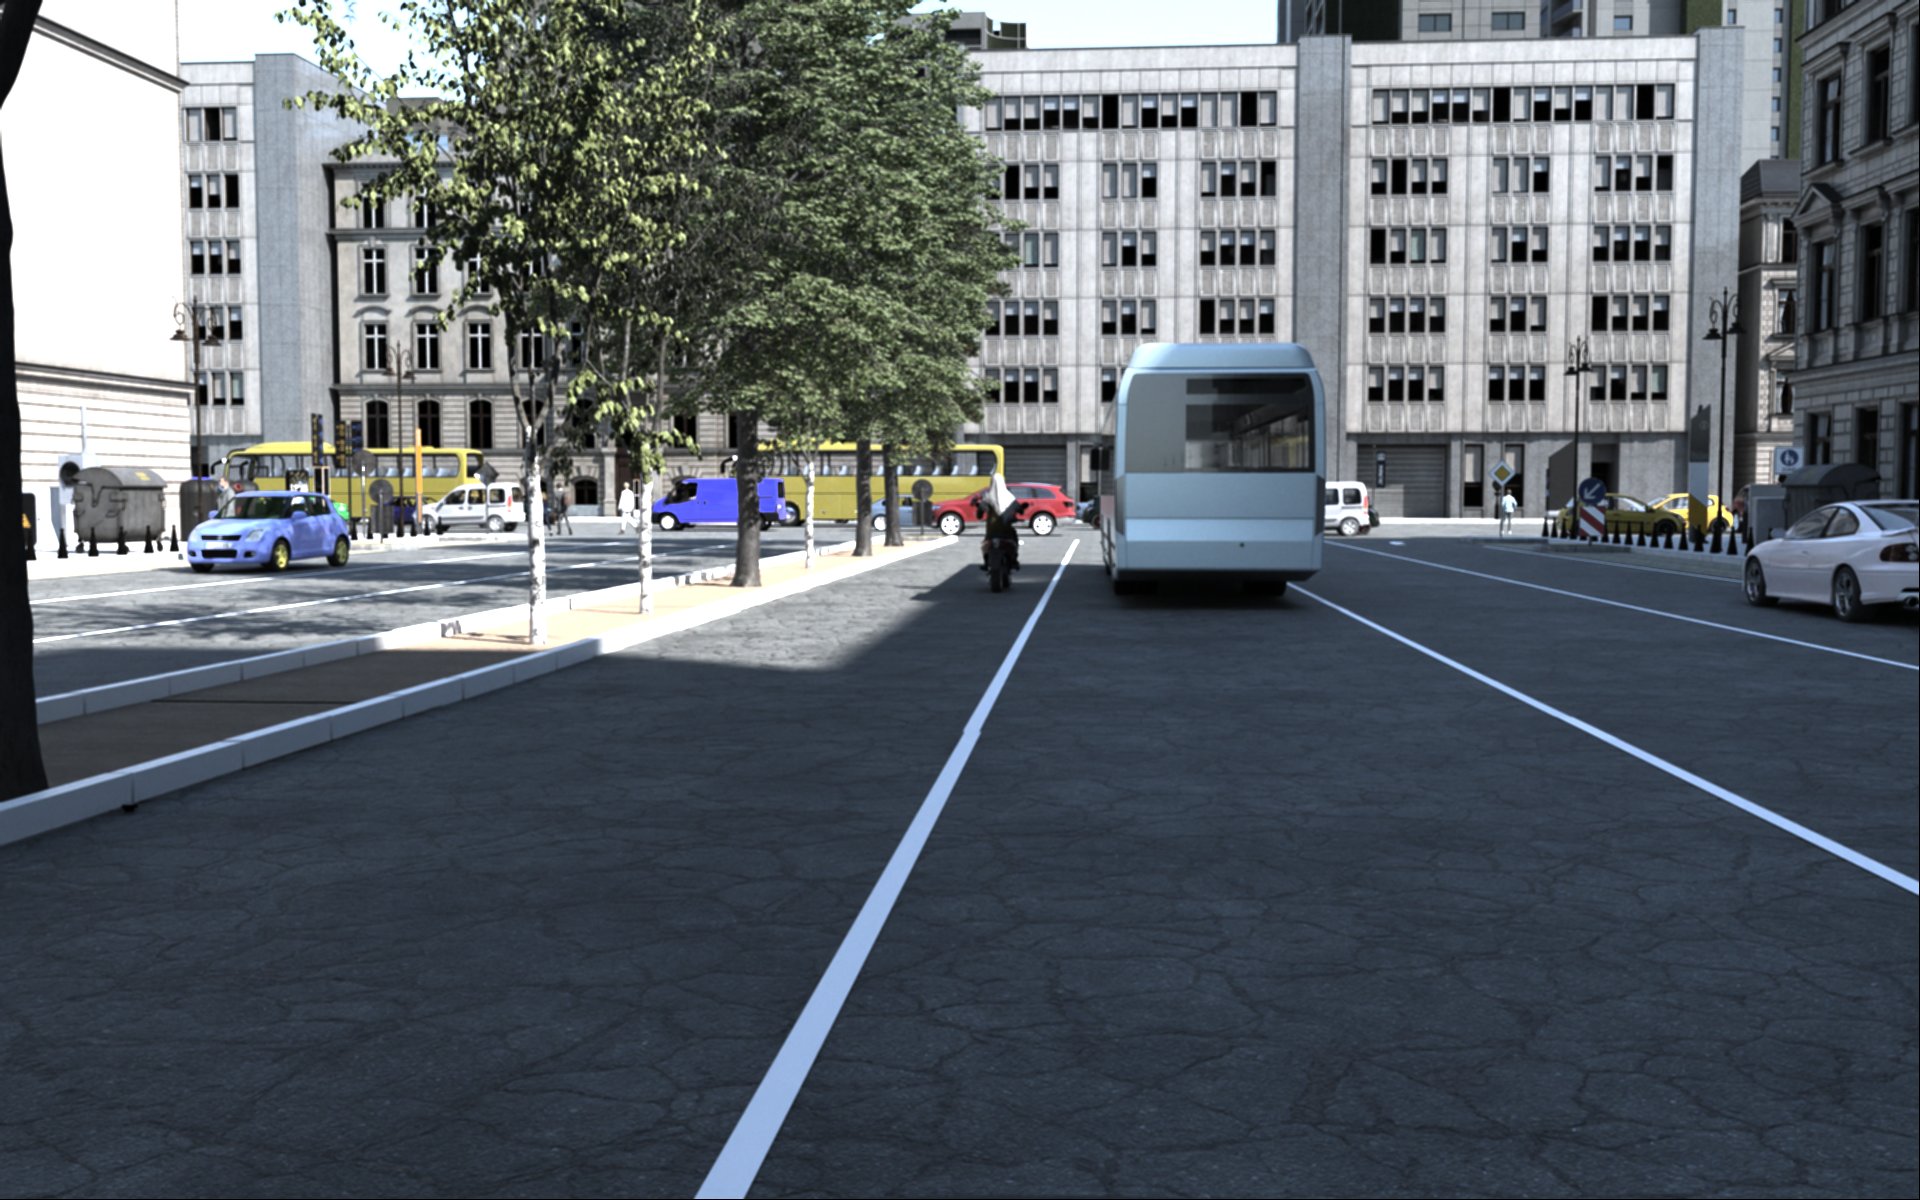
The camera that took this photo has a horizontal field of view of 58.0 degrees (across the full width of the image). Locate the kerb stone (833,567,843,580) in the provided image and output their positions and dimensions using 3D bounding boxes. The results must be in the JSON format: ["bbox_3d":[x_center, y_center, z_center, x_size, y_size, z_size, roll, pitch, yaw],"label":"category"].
[{"bbox_3d":[-2.139,-0.417,29.026,0.120,0.150,1.000,0,4,5],"label":"kerb stone"}]

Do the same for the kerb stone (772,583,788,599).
[{"bbox_3d":[-2.561,-0.103,23.887,0.120,0.150,1.000,0,4,5],"label":"kerb stone"}]

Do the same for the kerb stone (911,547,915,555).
[{"bbox_3d":[-1.210,-1.108,40.308,0.120,0.150,1.000,0,4,5],"label":"kerb stone"}]

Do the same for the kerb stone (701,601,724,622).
[{"bbox_3d":[-2.891,0.148,19.781,0.120,0.150,1.000,0,4,5],"label":"kerb stone"}]

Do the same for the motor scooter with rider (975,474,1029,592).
[{"bbox_3d":[0.641,-1.034,25.864,0.876,1.779,1.986,0,4,6],"label":"motor scooter with rider"}]

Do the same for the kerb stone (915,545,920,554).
[{"bbox_3d":[-1.122,-1.170,41.332,0.120,0.150,1.000,0,4,5],"label":"kerb stone"}]

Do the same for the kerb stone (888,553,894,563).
[{"bbox_3d":[-1.552,-0.857,36.203,0.120,0.150,1.000,0,4,5],"label":"kerb stone"}]

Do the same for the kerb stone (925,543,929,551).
[{"bbox_3d":[-0.954,-1.291,43.391,0.120,0.150,1.000,0,4,5],"label":"kerb stone"}]

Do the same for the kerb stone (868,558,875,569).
[{"bbox_3d":[-1.794,-0.665,33.121,0.120,0.150,1.000,0,4,5],"label":"kerb stone"}]

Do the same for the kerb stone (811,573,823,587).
[{"bbox_3d":[-2.310,-0.292,26.969,0.120,0.150,1.000,0,4,5],"label":"kerb stone"}]

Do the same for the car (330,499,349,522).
[{"bbox_3d":[-27.812,-3.861,71.920,4.718,1.807,1.959,0,4,6],"label":"car"}]

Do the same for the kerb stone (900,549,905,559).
[{"bbox_3d":[-1.377,-0.982,38.251,0.120,0.150,1.000,0,4,5],"label":"kerb stone"}]

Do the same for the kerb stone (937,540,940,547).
[{"bbox_3d":[-0.706,-1.486,46.496,0.120,0.150,1.000,0,4,5],"label":"kerb stone"}]

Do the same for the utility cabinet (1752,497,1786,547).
[{"bbox_3d":[16.951,-1.509,35.835,1.020,1.237,0.306,0,4,2],"label":"utility cabinet"}]

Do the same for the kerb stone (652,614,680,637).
[{"bbox_3d":[-3.072,0.279,17.734,0.120,0.150,1.000,0,4,5],"label":"kerb stone"}]

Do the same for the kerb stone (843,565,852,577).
[{"bbox_3d":[-2.051,-0.480,30.050,0.120,0.150,1.000,0,4,5],"label":"kerb stone"}]

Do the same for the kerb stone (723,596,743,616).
[{"bbox_3d":[-2.801,0.085,20.804,0.120,0.150,1.000,0,4,5],"label":"kerb stone"}]

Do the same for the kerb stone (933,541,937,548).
[{"bbox_3d":[-0.784,-1.424,45.472,0.120,0.150,1.000,0,4,5],"label":"kerb stone"}]

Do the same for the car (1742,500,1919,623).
[{"bbox_3d":[10.921,-0.504,20.600,2.083,1.381,4.827,0,4,5],"label":"car"}]

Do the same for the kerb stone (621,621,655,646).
[{"bbox_3d":[-3.156,0.336,16.703,0.120,0.150,1.000,0,4,5],"label":"kerb stone"}]

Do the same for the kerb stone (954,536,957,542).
[{"bbox_3d":[-0.274,-1.795,51.628,0.120,0.150,1.000,0,4,5],"label":"kerb stone"}]

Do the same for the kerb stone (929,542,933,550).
[{"bbox_3d":[-0.863,-1.360,44.436,0.120,0.150,1.000,0,4,5],"label":"kerb stone"}]

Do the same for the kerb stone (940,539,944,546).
[{"bbox_3d":[-0.611,-1.546,47.520,0.120,0.150,1.000,0,4,5],"label":"kerb stone"}]

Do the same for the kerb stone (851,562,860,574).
[{"bbox_3d":[-1.964,-0.541,31.074,0.120,0.150,1.000,0,4,5],"label":"kerb stone"}]

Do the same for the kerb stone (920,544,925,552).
[{"bbox_3d":[-1.041,-1.234,42.364,0.120,0.150,1.000,0,4,5],"label":"kerb stone"}]

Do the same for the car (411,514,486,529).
[{"bbox_3d":[-21.049,-3.832,72.878,3.980,1.641,2.015,0,4,7],"label":"car"}]

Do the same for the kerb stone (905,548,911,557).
[{"bbox_3d":[-1.294,-1.045,39.284,0.120,0.150,1.000,0,4,5],"label":"kerb stone"}]

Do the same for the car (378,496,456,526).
[{"bbox_3d":[-24.245,-4.000,77.973,3.894,1.354,1.945,0,4,6],"label":"car"}]

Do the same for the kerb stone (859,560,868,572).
[{"bbox_3d":[-1.884,-0.606,32.098,0.120,0.150,1.000,0,4,5],"label":"kerb stone"}]

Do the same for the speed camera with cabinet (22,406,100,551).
[{"bbox_3d":[-20.322,-2.721,38.818,2.038,3.252,0.660,1,4,13],"label":"speed camera with cabinet"}]

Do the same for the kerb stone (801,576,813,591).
[{"bbox_3d":[-2.385,-0.229,25.943,0.120,0.150,1.000,0,4,5],"label":"kerb stone"}]

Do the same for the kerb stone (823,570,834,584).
[{"bbox_3d":[-2.216,-0.352,28.002,0.120,0.150,1.000,0,4,5],"label":"kerb stone"}]

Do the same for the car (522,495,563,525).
[{"bbox_3d":[-20.608,-4.329,80.561,4.222,1.686,2.009,0,4,6],"label":"car"}]

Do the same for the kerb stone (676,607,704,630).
[{"bbox_3d":[-2.974,0.210,18.757,0.120,0.150,1.000,0,4,5],"label":"kerb stone"}]

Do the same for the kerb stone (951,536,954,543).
[{"bbox_3d":[-0.356,-1.737,50.600,0.120,0.150,1.000,0,4,5],"label":"kerb stone"}]

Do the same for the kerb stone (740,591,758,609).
[{"bbox_3d":[-2.737,0.023,21.830,0.120,0.150,1.000,0,4,5],"label":"kerb stone"}]

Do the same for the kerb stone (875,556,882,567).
[{"bbox_3d":[-1.706,-0.727,34.155,0.120,0.150,1.000,0,4,5],"label":"kerb stone"}]

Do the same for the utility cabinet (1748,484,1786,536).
[{"bbox_3d":[18.687,-1.892,39.615,1.173,1.500,0.318,1,4,19],"label":"utility cabinet"}]

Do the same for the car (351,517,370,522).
[{"bbox_3d":[-29.791,-4.595,87.700,3.894,1.354,1.945,0,4,5],"label":"car"}]

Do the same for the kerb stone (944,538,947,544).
[{"bbox_3d":[-0.531,-1.609,48.544,0.120,0.150,1.000,0,4,5],"label":"kerb stone"}]

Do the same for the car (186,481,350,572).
[{"bbox_3d":[-13.147,-1.429,32.956,1.945,1.707,3.694,0,4,6],"label":"car"}]

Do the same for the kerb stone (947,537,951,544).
[{"bbox_3d":[-0.443,-1.670,49.570,0.120,0.150,1.000,0,4,5],"label":"kerb stone"}]

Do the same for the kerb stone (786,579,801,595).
[{"bbox_3d":[-2.477,-0.166,24.916,0.120,0.150,1.000,0,4,5],"label":"kerb stone"}]

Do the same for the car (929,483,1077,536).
[{"bbox_3d":[1.387,-3.130,59.848,5.304,1.827,2.281,0,4,4],"label":"car"}]

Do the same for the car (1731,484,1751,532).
[{"bbox_3d":[29.882,-3.333,63.172,2.281,1.827,5.304,0,4,5],"label":"car"}]

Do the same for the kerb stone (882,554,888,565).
[{"bbox_3d":[-1.626,-0.794,35.179,0.120,0.150,1.000,0,4,5],"label":"kerb stone"}]

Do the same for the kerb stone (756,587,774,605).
[{"bbox_3d":[-2.640,-0.041,22.860,0.120,0.150,1.000,0,4,5],"label":"kerb stone"}]

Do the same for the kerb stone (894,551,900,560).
[{"bbox_3d":[-1.462,-0.919,37.227,0.120,0.150,1.000,0,4,5],"label":"kerb stone"}]
